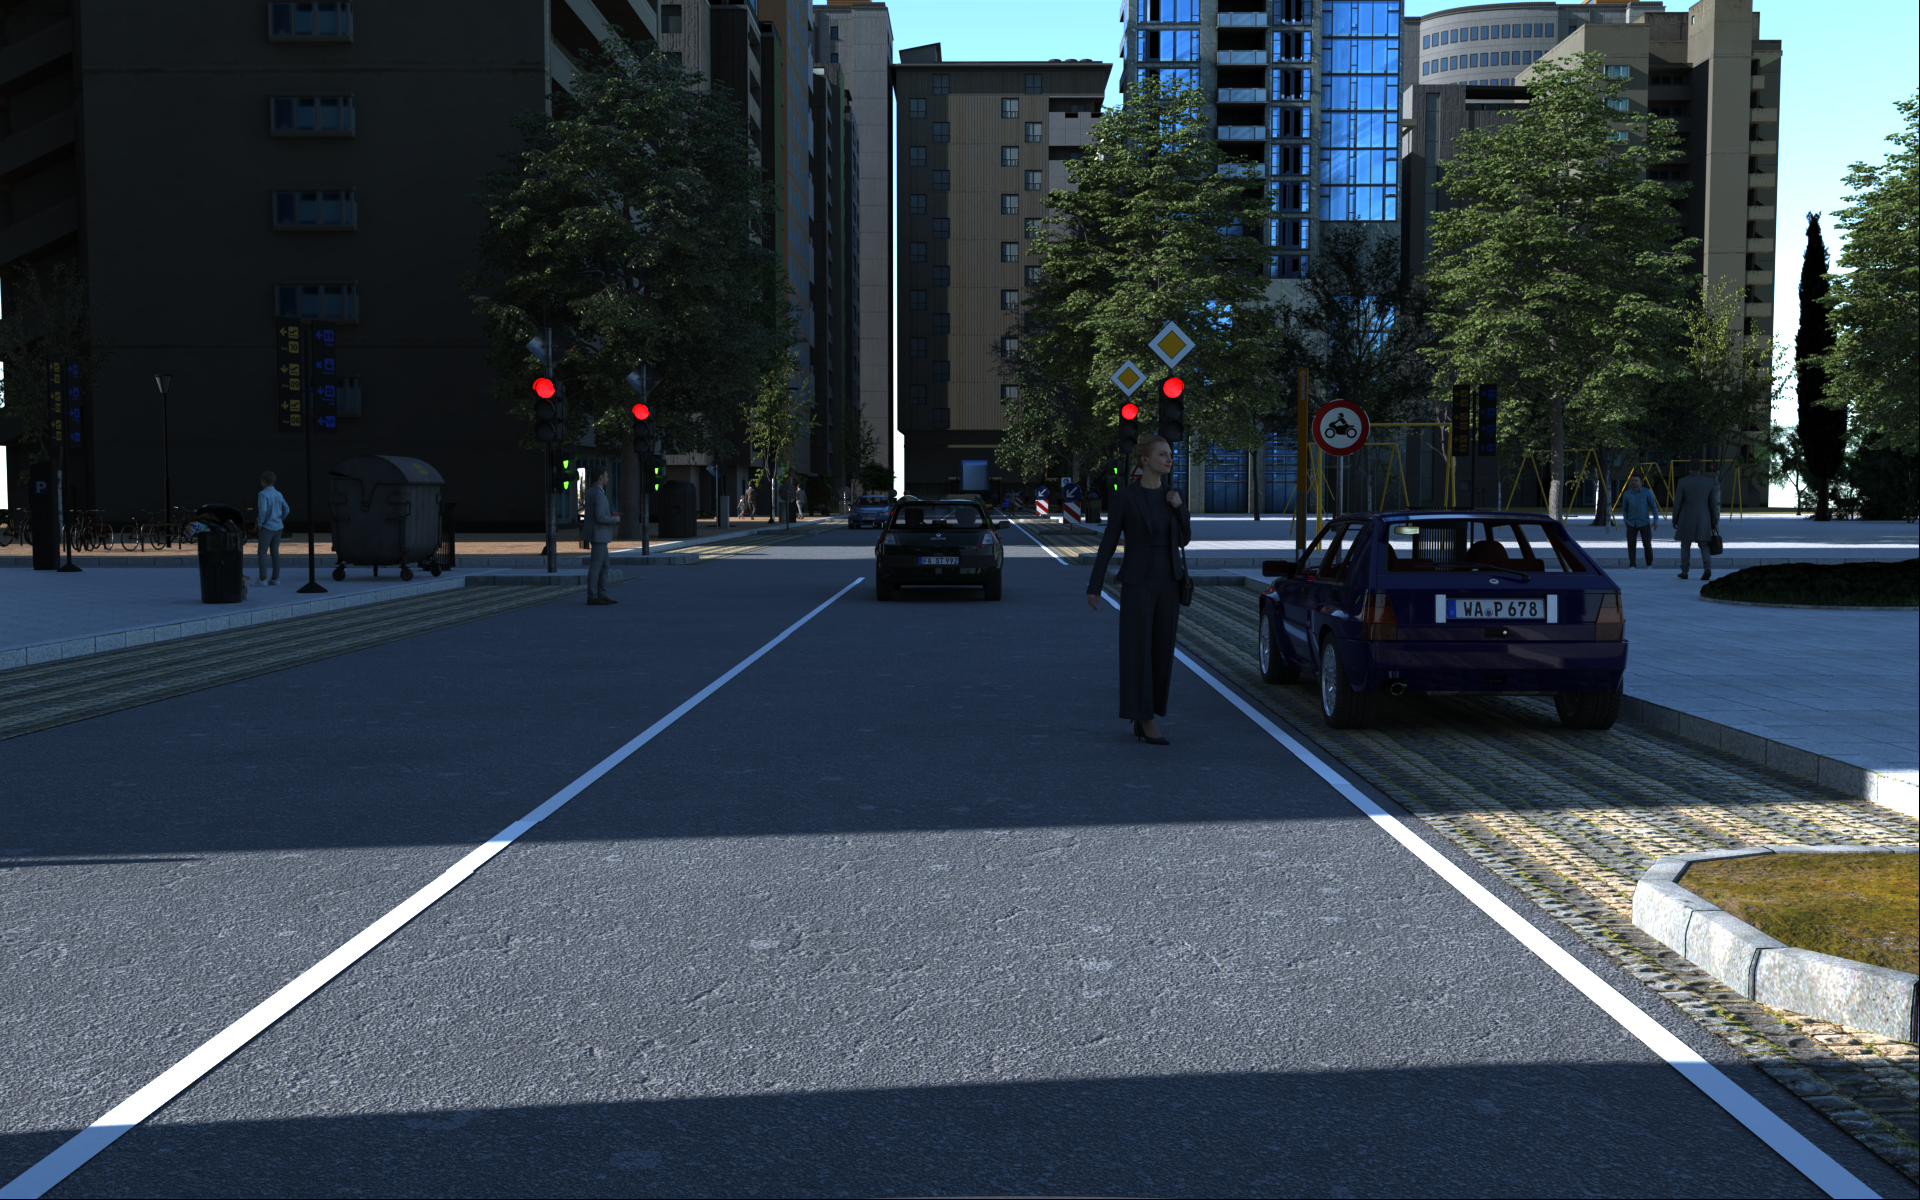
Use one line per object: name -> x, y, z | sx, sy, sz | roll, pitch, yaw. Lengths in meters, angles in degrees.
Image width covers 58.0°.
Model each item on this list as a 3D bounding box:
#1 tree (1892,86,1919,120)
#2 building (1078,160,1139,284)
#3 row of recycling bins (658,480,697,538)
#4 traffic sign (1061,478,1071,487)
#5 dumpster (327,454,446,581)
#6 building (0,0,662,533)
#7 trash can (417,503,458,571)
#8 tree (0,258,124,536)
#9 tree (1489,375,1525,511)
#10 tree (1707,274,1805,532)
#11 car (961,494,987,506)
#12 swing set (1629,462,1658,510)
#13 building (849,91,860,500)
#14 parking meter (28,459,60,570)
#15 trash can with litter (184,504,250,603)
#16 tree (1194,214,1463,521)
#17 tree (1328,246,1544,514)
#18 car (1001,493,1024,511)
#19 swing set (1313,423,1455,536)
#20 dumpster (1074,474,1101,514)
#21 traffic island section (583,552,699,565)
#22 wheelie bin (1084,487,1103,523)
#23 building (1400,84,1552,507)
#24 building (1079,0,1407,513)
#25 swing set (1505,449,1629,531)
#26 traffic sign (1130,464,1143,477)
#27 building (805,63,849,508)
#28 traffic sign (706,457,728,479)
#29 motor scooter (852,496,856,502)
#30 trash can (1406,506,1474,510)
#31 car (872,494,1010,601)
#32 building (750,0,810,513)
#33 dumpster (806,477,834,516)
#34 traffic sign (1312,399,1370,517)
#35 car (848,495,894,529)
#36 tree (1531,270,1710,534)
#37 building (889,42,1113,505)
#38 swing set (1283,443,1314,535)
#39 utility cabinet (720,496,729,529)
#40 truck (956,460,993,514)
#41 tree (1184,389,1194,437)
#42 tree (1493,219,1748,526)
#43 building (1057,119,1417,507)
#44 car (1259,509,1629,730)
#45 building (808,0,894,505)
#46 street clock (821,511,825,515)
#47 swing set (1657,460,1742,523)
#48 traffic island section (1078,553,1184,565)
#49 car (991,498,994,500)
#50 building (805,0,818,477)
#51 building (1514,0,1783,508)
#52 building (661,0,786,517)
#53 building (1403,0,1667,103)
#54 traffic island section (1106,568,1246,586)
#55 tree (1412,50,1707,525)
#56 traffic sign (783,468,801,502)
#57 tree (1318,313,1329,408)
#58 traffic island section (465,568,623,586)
tree -> 27.333, -7.900, 47.284 | 7.486, 12.596, 7.792 | 0, 3, 0
building -> 17.307, -23.300, 152.654 | 14.160, 30.474, 14.107 | 0, 4, 1
row of recycling bins -> -8.436, -2.744, 51.977 | 1.069, 1.692, 3.534 | 0, 4, -4
traffic sign -> 6.549, -6.414, 106.993 | 0.606, 2.300, 0.079 | 0, 4, 1
dumpster -> -8.648, -1.247, 26.140 | 1.264, 1.857, 1.865 | 0, 4, 1
building -> -23.941, -27.047, 65.914 | 21.300, 48.544, 21.600 | 0, 4, 1
trash can -> -8.773, -1.061, 28.998 | 0.748, 1.137, 0.748 | 0, 3, 0
tree -> -28.049, -6.294, 53.269 | 4.360, 8.622, 3.978 | 0, 3, 0
tree -> 33.235, -9.506, 105.791 | 4.737, 8.622, 4.395 | 0, 3, 0
tree -> 25.400, -6.557, 57.574 | 4.737, 8.622, 4.395 | 0, 3, 0
car -> 0.611, -5.690, 104.824 | 2.131, 1.459, 4.920 | 0, 4, -1
swing set -> 34.388, -5.467, 87.003 | 2.862, 2.851, 3.119 | 0, 4, 6
building -> -17.411, -30.211, 177.542 | 14.086, 41.232, 14.154 | 0, 4, 1
parking meter -> -15.472, -1.440, 29.261 | 0.399, 1.863, 0.255 | 0, 4, -6
trash can with litter -> -8.820, -0.565, 20.619 | 0.624, 1.170, 1.055 | -1, 4, -16
tree -> 12.804, -7.598, 58.639 | 8.767, 10.594, 7.601 | 0, 4, 2
tree -> 24.735, -10.783, 86.668 | 12.009, 13.543, 11.850 | 0, 3, 0
car -> 4.379, -8.292, 145.170 | 1.945, 1.707, 3.694 | 0, 4, 2
swing set -> 9.527, -2.493, 38.376 | 3.119, 2.851, 2.862 | 1, 4, 10
dumpster -> 6.117, -5.036, 84.824 | 1.502, 2.255, 1.985 | 0, 4, 1
traffic island section -> -6.617, -0.860, 36.341 | 2.009, 0.180, 2.903 | 0, 4, 1
wheelie bin -> 5.847, -4.178, 76.219 | 0.693, 1.594, 0.980 | -1, 4, -22
building -> 50.932, -30.140, 176.379 | 14.086, 41.232, 14.154 | 0, 4, 1
building -> 20.637, -49.892, 128.397 | 22.319, 86.520, 31.000 | 0, 4, 1
swing set -> 21.284, -3.894, 61.281 | 2.862, 2.851, 3.119 | -2, 4, -29
traffic sign -> 5.686, -3.263, 53.361 | 0.884, 2.594, 0.081 | 0, 4, 1
building -> -18.111, -29.120, 159.702 | 14.154, 41.232, 14.086 | 0, 4, 1
traffic sign -> -8.754, -3.824, 62.257 | 0.795, 2.593, 0.064 | 0, 4, 5
motor scooter -> -5.505, -5.002, 94.568 | 0.815, 1.314, 1.986 | 0, 4, -1
trash can -> 5.471, -0.496, 19.766 | 0.748, 1.137, 0.748 | 0, 3, 0
car -> -0.275, -0.912, 24.696 | 2.009, 1.686, 4.222 | 0, 4, 0
building -> -17.876, -28.618, 118.013 | 14.600, 45.320, 14.200 | 0, 4, 1
dumpster -> -8.102, -5.963, 99.993 | 1.502, 2.255, 1.985 | 0, 4, 0
traffic sign -> 5.113, -1.420, 23.330 | 0.768, 2.556, 0.104 | 0, 4, 6
car -> -3.613, -3.668, 71.976 | 2.014, 1.417, 4.499 | 0, 4, 2
tree -> 21.099, -6.454, 55.881 | 4.737, 8.622, 4.395 | 0, 3, 0
building -> 5.843, -38.056, 211.454 | 27.495, 52.752, 28.713 | 0, 4, 1
swing set -> 11.861, -3.386, 52.988 | 3.119, 2.851, 2.862 | -1, 4, -10
utility cabinet -> -8.766, -3.260, 64.464 | 0.306, 1.237, 1.020 | 0, 4, -4
truck -> 1.155, -8.688, 131.810 | 2.967, 4.110, 18.799 | 0, 3, 0
tree -> 14.019, -9.113, 83.415 | 7.601, 10.594, 8.767 | 0, 4, -2
tree -> 26.064, -9.335, 69.632 | 9.611, 12.733, 9.660 | 0, 3, 0
building -> 26.078, -29.328, 171.397 | 32.217, 40.220, 23.993 | 0, 4, 1
car -> 3.119, 0.045, 11.838 | 1.945, 1.354, 3.894 | 0, 4, 1
building -> -22.154, -40.706, 207.541 | 28.212, 58.520, 21.231 | 0, 4, 1
street clock -> -8.266, -6.123, 104.686 | 0.358, 2.002, 0.471 | -2, 4, -31
swing set -> 34.094, -5.020, 79.698 | 3.119, 2.851, 2.862 | 1, 4, 14
traffic island section -> 3.524, -0.853, 36.235 | 2.009, 0.180, 2.903 | 0, 4, 1
car -> 2.150, -9.119, 158.878 | 2.009, 1.686, 4.222 | 0, 4, 2
building -> -26.109, -33.605, 138.678 | 28.713, 52.752, 27.495 | 0, 4, 1
building -> 68.740, -33.574, 172.639 | 21.600, 48.544, 21.300 | 0, 4, 1
building -> -18.013, -20.140, 100.983 | 14.160, 30.474, 14.107 | 0, 4, 1
building -> 65.501, -40.687, 207.225 | 28.212, 58.520, 21.231 | 0, 4, 1
traffic island section -> 3.444, -0.365, 28.250 | 2.009, 0.180, 2.903 | 0, 4, 1
tree -> 15.427, -7.762, 45.040 | 7.486, 12.596, 7.792 | 0, 3, 0
traffic sign -> -8.357, -5.269, 86.151 | 0.884, 2.594, 0.081 | 0, 4, 2
tree -> 23.047, -11.653, 100.894 | 12.009, 13.543, 11.850 | 0, 3, 0
traffic island section -> -6.697, -0.372, 28.356 | 2.009, 0.180, 2.903 | 0, 4, 1
